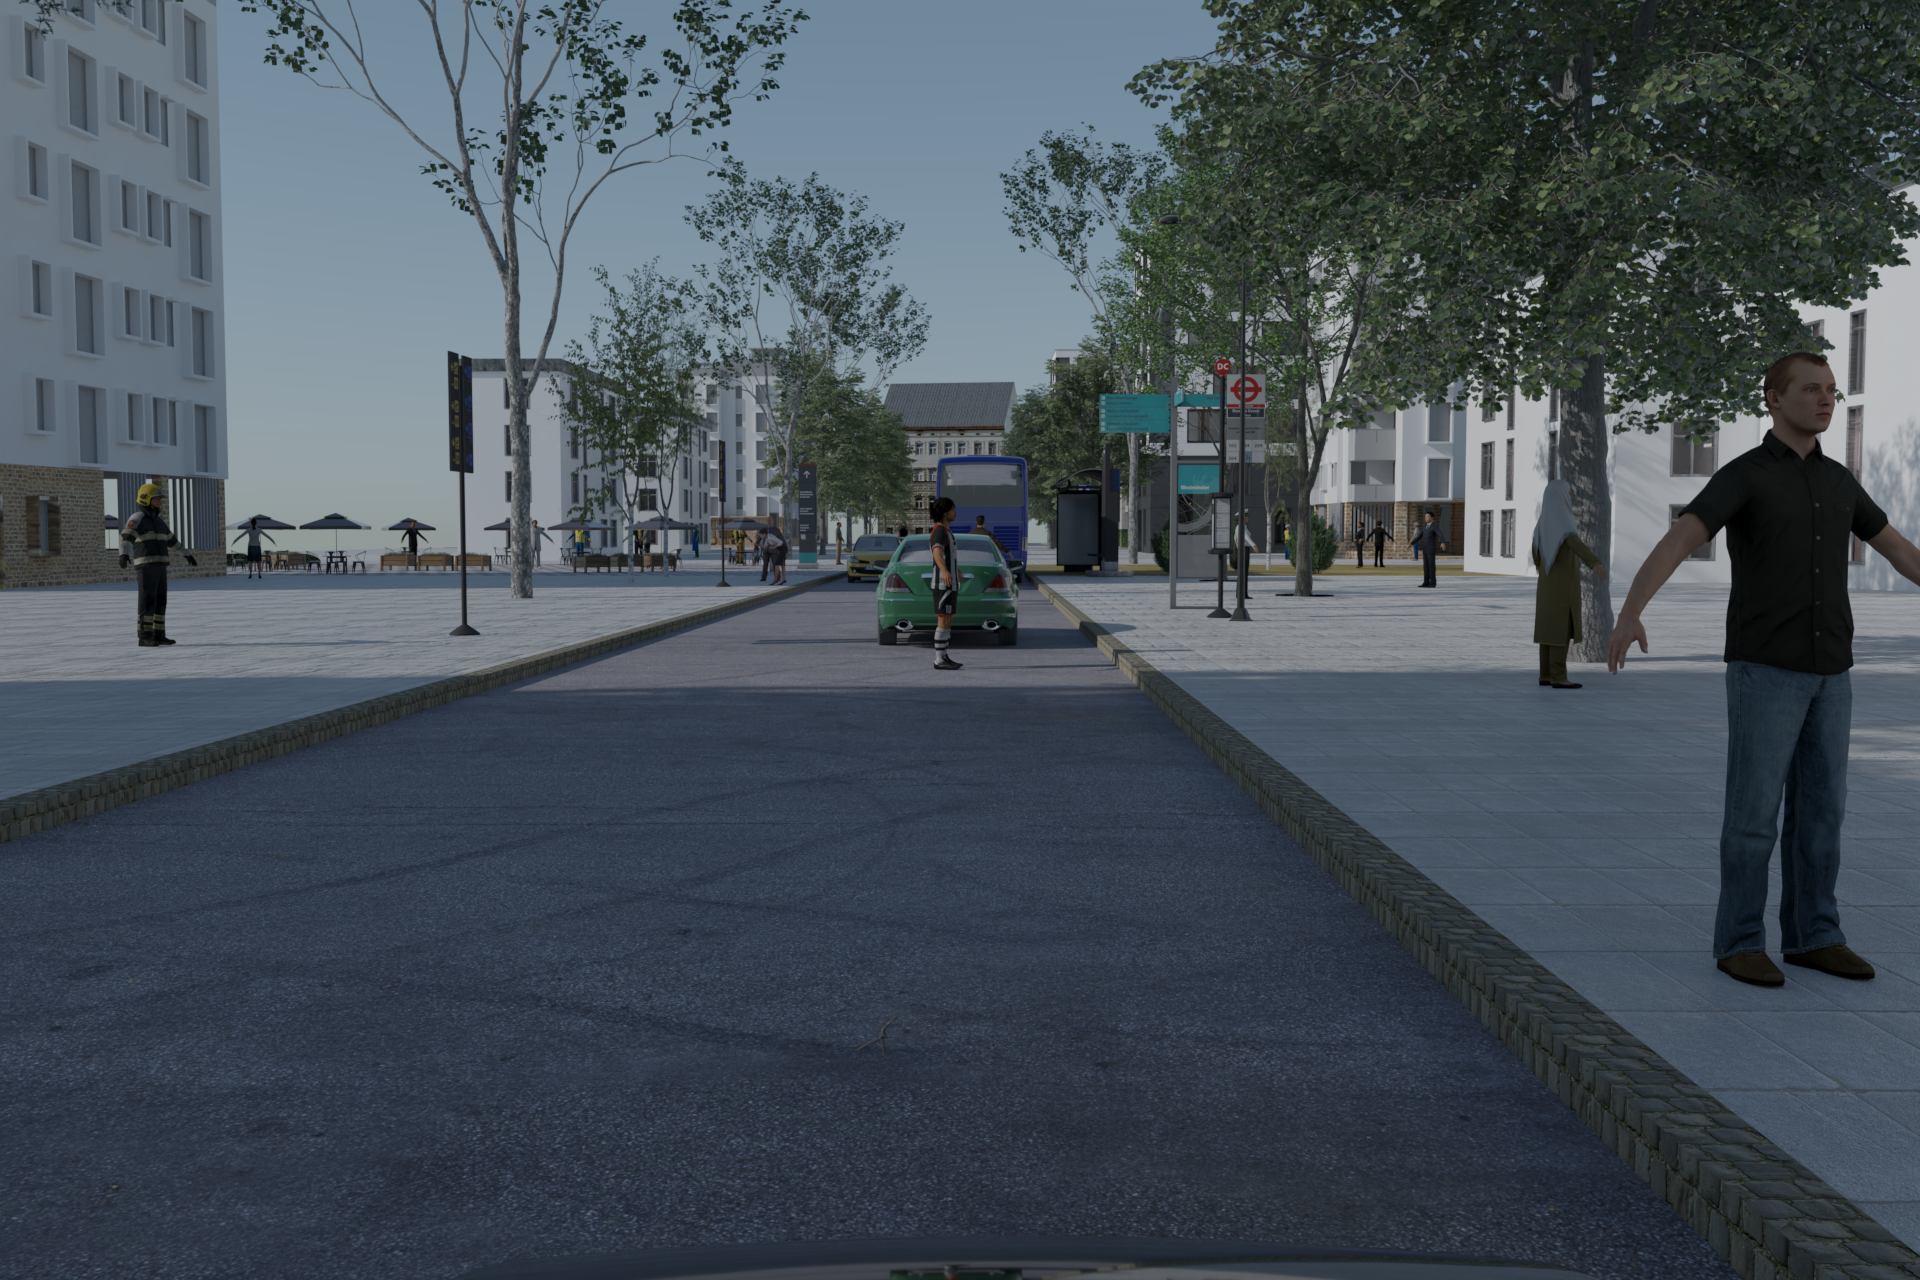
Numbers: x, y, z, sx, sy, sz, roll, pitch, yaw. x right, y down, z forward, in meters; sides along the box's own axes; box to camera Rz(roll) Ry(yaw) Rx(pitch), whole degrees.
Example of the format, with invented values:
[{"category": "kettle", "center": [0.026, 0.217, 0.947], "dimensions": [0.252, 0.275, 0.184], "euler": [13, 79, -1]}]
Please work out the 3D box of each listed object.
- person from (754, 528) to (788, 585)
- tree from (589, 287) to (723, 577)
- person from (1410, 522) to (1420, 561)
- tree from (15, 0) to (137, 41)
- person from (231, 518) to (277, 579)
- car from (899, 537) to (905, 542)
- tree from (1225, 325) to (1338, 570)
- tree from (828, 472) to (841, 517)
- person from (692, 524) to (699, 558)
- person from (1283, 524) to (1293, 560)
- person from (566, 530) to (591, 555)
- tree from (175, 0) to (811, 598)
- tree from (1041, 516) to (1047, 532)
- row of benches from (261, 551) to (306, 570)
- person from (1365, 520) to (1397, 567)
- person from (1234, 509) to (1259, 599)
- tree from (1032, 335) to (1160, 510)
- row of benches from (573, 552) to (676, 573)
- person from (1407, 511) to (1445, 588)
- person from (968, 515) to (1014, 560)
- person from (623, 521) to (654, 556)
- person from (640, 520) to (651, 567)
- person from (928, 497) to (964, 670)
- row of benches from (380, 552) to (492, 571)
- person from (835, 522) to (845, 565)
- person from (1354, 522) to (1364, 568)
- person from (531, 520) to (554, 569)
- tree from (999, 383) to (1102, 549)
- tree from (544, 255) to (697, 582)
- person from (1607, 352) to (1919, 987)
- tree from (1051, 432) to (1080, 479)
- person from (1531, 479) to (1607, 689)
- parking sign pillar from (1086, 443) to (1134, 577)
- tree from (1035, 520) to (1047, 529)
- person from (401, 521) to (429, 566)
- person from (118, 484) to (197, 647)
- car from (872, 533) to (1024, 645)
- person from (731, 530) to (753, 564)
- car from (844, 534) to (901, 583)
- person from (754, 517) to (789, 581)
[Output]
[{"category": "person", "center": [-4.702, -2.092, 43.438], "dimensions": [0.628, 1.438, 0.799], "euler": [2, 4, 32]}, {"category": "tree", "center": [-8.743, -6.186, 51.498], "dimensions": [4.360, 8.622, 3.978], "euler": [0, 3, 0]}, {"category": "person", "center": [21.851, -4.724, 83.098], "dimensions": [0.705, 1.847, 1.347], "euler": [2, 4, 25]}, {"category": "tree", "center": [-8.913, -6.021, 8.813], "dimensions": [12.009, 13.543, 11.850], "euler": [0, 3, 0]}, {"category": "person", "center": [-20.360, -2.638, 49.962], "dimensions": [1.217, 1.735, 0.721], "euler": [-2, 4, -25]}, {"category": "car", "center": [-1.906, -2.901, 60.007], "dimensions": [1.945, 1.354, 3.894], "euler": [0, 4, 0]}, {"category": "tree", "center": [10.826, -6.815, 61.792], "dimensions": [4.360, 8.622, 3.978], "euler": [0, 3, 0]}, {"category": "tree", "center": [-20.661, -20.822, 250.806], "dimensions": [12.009, 13.543, 11.850], "euler": [0, 3, 0]}, {"category": "person", "center": [-14.015, -5.243, 91.856], "dimensions": [0.704, 1.817, 1.347], "euler": [-1, 4, -18]}, {"category": "person", "center": [16.317, -4.850, 85.761], "dimensions": [0.721, 1.772, 1.216], "euler": [-1, 4, -22]}, {"category": "person", "center": [-16.875, -4.334, 76.827], "dimensions": [1.349, 1.833, 0.705], "euler": [2, 4, 25]}, {"category": "tree", "center": [-9.292, -10.811, 32.646], "dimensions": [12.611, 20.169, 13.585], "euler": [0, 3, 0]}, {"category": "tree", "center": [12.508, -17.954, 243.911], "dimensions": [4.737, 8.622, 4.395], "euler": [0, 3, 0]}, {"category": "row of benches", "center": [-24.744, -2.919, 63.195], "dimensions": [1.422, 0.672, 4.104], "euler": [-3, 4, -36]}, {"category": "person", "center": [16.147, -3.697, 66.633], "dimensions": [1.347, 1.806, 0.705], "euler": [3, 5, 44]}, {"category": "person", "center": [5.672, -1.699, 34.246], "dimensions": [0.721, 1.778, 1.216], "euler": [0, 4, -7]}, {"category": "tree", "center": [7.673, -11.047, 98.740], "dimensions": [7.486, 12.596, 7.792], "euler": [0, 3, 0]}, {"category": "row of benches", "center": [-11.246, -2.639, 58.606], "dimensions": [1.422, 0.672, 4.104], "euler": [3, 5, 39]}, {"category": "person", "center": [11.189, -2.160, 41.366], "dimensions": [0.704, 1.823, 1.345], "euler": [-2, 4, -23]}, {"category": "person", "center": [0.428, -1.613, 34.962], "dimensions": [1.346, 1.812, 0.704], "euler": [1, 4, 19]}, {"category": "person", "center": [-13.699, -4.163, 73.848], "dimensions": [1.354, 1.856, 0.705], "euler": [-2, 4, -23]}, {"category": "person", "center": [-12.211, -3.749, 67.431], "dimensions": [0.705, 1.813, 1.348], "euler": [0, 4, 2]}, {"category": "person", "center": [-0.135, -0.598, 18.372], "dimensions": [0.704, 1.843, 1.345], "euler": [0, 4, 5]}, {"category": "row of benches", "center": [-18.321, -2.741, 60.284], "dimensions": [4.104, 0.672, 1.422], "euler": [1, 4, 13]}, {"category": "person", "center": [-5.034, -4.046, 72.419], "dimensions": [0.705, 1.796, 1.348], "euler": [0, 4, 6]}, {"category": "person", "center": [15.004, -3.582, 65.289], "dimensions": [0.721, 1.740, 1.216], "euler": [0, 4, 3]}, {"category": "person", "center": [-15.672, -3.531, 63.917], "dimensions": [1.347, 1.806, 0.705], "euler": [-1, 4, -16]}, {"category": "tree", "center": [7.621, -14.592, 145.229], "dimensions": [9.857, 13.997, 8.962], "euler": [0, 3, 0]}, {"category": "tree", "center": [-8.872, -5.857, 46.133], "dimensions": [4.737, 8.622, 4.395], "euler": [0, 3, 0]}, {"category": "person", "center": [2.416, 0.074, 5.004], "dimensions": [1.348, 1.803, 0.705], "euler": [-1, 4, -15]}, {"category": "tree", "center": [7.569, -10.567, 123.128], "dimensions": [4.360, 8.622, 3.978], "euler": [0, 3, 0]}, {"category": "person", "center": [5.075, -0.471, 14.477], "dimensions": [0.721, 1.736, 1.217], "euler": [0, 4, -5]}, {"category": "parking sign pillar", "center": [4.522, -3.893, 52.121], "dimensions": [1.447, 3.967, 1.447], "euler": [0, 4, 0]}, {"category": "tree", "center": [13.946, -20.382, 251.364], "dimensions": [7.486, 12.596, 7.792], "euler": [0, 3, 0]}, {"category": "person", "center": [-21.829, -3.852, 69.200], "dimensions": [0.704, 1.802, 1.346], "euler": [2, 4, 32]}, {"category": "person", "center": [-9.231, -0.860, 19.830], "dimensions": [0.704, 1.858, 1.351], "euler": [1, 4, 9]}, {"category": "car", "center": [-0.166, -0.730, 23.738], "dimensions": [2.131, 1.459, 4.920], "euler": [0, 4, 0]}, {"category": "person", "center": [-9.405, -4.189, 74.250], "dimensions": [1.354, 1.858, 0.705], "euler": [3, 5, 43]}, {"category": "car", "center": [-2.458, -2.569, 52.228], "dimensions": [2.015, 1.641, 3.980], "euler": [0, 4, 1]}, {"category": "person", "center": [-5.140, -2.475, 47.067], "dimensions": [0.990, 1.755, 0.434], "euler": [1, 4, 12]}]
